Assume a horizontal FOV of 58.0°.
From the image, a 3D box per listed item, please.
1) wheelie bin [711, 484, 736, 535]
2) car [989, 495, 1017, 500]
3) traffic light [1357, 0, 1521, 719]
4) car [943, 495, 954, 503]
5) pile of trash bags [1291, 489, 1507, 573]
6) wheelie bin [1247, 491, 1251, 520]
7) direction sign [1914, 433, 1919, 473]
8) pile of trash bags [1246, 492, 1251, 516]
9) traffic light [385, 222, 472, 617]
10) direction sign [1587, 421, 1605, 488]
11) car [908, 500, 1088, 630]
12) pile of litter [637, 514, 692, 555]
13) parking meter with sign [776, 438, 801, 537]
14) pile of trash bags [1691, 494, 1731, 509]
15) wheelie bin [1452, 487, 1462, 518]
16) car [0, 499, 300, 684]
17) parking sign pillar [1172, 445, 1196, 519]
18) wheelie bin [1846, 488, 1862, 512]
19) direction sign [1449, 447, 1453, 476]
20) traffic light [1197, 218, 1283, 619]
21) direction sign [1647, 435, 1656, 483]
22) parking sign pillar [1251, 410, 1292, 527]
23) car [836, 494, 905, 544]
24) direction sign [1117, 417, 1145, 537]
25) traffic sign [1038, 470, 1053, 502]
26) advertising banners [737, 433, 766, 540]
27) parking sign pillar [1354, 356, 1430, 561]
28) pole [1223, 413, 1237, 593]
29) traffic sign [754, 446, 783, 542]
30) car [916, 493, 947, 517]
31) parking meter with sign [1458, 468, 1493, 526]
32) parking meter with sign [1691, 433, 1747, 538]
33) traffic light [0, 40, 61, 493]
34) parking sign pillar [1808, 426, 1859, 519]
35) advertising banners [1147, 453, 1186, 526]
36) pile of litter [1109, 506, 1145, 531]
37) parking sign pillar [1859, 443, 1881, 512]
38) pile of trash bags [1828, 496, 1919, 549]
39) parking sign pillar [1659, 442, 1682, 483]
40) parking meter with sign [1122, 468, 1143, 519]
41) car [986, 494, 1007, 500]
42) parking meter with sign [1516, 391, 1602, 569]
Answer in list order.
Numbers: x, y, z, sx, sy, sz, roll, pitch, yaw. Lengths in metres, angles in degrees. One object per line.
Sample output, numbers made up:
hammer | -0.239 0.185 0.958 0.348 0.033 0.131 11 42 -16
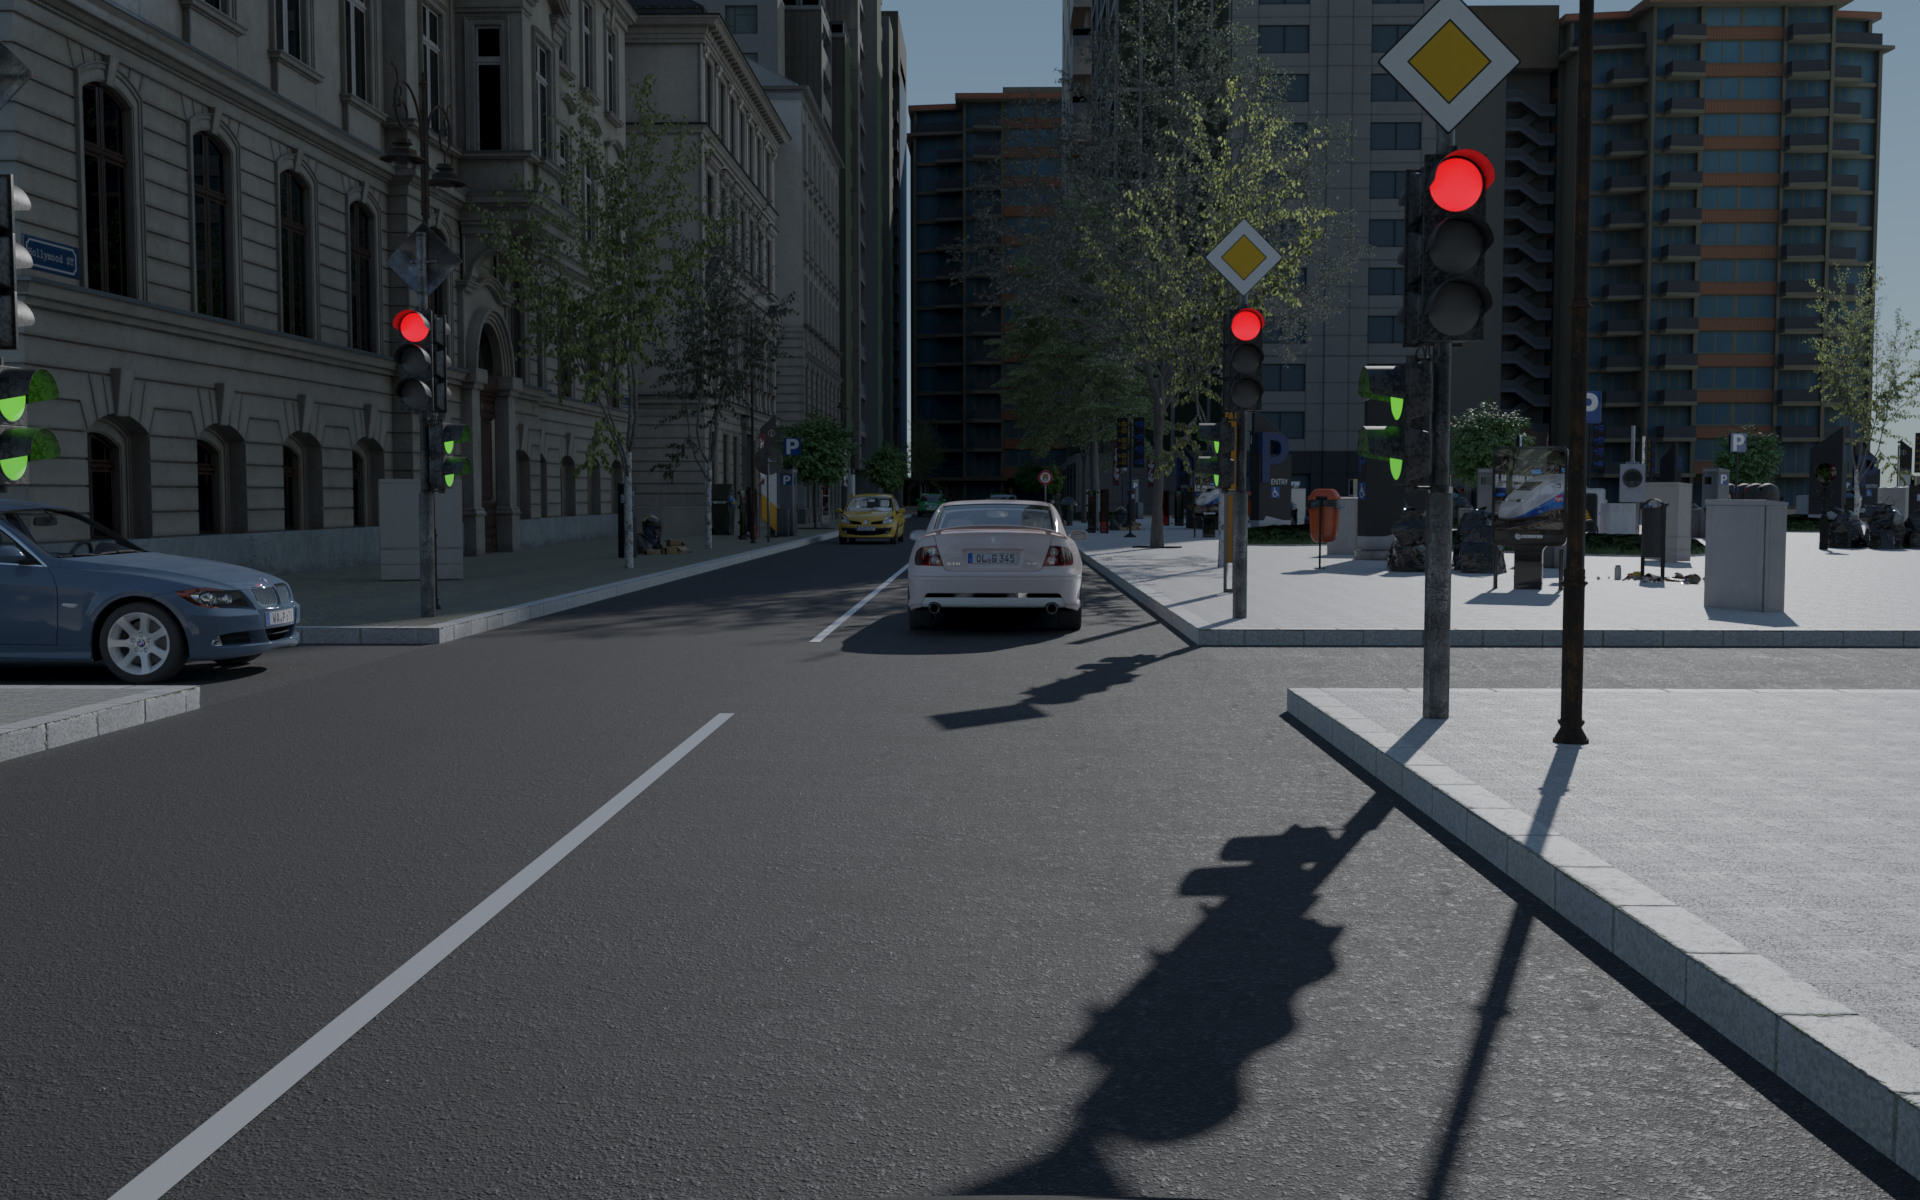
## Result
wheelie bin | -7.433 -2.831 54.187 0.980 1.594 0.693 1 4 15
car | 2.126 -4.497 85.520 2.014 1.417 4.499 0 4 2
traffic light | 2.712 -1.279 9.825 0.839 4.253 0.868 0 4 1
car | -1.463 -7.700 138.483 1.945 1.354 3.894 0 4 2
pile of trash bags | 7.536 -1.194 29.267 3.447 1.369 1.912 2 4 26
wheelie bin | 14.534 -4.714 84.983 0.693 1.594 0.980 -2 4 -28
direction sign | 35.572 -4.385 63.697 0.876 3.537 0.379 3 4 38
pile of trash bags | 12.093 -3.349 64.508 3.447 1.369 1.912 2 4 31
traffic light | -5.535 -1.776 17.964 0.839 4.253 0.868 0 4 1
direction sign | 19.611 -3.793 54.020 0.876 3.537 0.379 1 4 20
car | 0.429 -0.449 19.704 2.083 1.381 4.827 0 4 2
pile of litter | -6.385 -1.421 37.198 1.176 0.858 1.719 3 5 40
parking meter with sign | -5.256 -3.463 52.876 0.543 3.016 1.738 0 4 5
pile of trash bags | 23.626 -2.804 55.603 3.447 1.369 1.912 -2 4 -35
wheelie bin | 23.403 -4.546 82.241 0.693 1.594 0.980 -1 4 -15
car | -7.660 -0.117 13.917 4.499 1.417 2.014 0 4 2
parking sign pillar | 11.879 -6.268 90.949 1.447 3.967 1.447 -2 4 -25
wheelie bin | 43.417 -4.668 84.227 0.693 1.594 0.980 3 5 41
direction sign | 20.773 -4.999 73.730 0.379 3.537 0.876 3 5 43
traffic light | 2.875 -1.767 17.808 0.839 4.253 0.868 0 4 1
direction sign | 26.718 -4.587 66.998 0.379 3.537 0.876 0 4 5
parking sign pillar | 9.815 -4.044 54.590 1.447 3.967 1.447 -2 4 -30
car | -2.579 -2.489 50.923 2.015 1.641 3.980 0 4 2
direction sign | 5.046 -3.625 51.261 0.876 3.537 0.379 2 4 29
traffic sign | 4.600 -5.699 93.288 0.768 2.556 0.104 0 4 7
advertising banners | -5.892 -3.243 49.214 0.090 3.025 2.074 1 4 15
parking sign pillar | 8.494 -2.781 33.940 1.447 3.967 1.447 -1 4 -11
pole | 3.526 -1.753 22.508 0.158 3.312 0.155 0 3 0
traffic sign | -5.118 -2.821 46.236 0.768 2.556 0.104 0 4 4
car | -1.829 -6.269 111.294 1.959 1.807 4.718 0 4 1
parking meter with sign | 15.743 -3.378 51.494 1.738 3.016 0.543 2 4 26
parking meter with sign | 21.931 -3.302 50.250 0.543 3.016 1.738 -1 4 -17
traffic light | -5.698 -1.288 9.980 0.839 4.253 0.868 0 4 1
parking sign pillar | 34.791 -4.951 69.423 1.447 3.967 1.447 -3 4 -39
advertising banners | 8.294 -4.512 69.952 0.090 3.025 2.074 -3 5 -44
pile of litter | 5.953 -2.895 61.292 1.719 0.858 1.176 -3 4 -36
parking sign pillar | 45.096 -5.976 86.178 1.447 3.967 1.447 -1 4 -14
pile of trash bags | 22.498 -1.924 41.208 3.447 1.369 1.912 -1 4 -17
parking sign pillar | 37.259 -6.261 90.845 1.447 3.967 1.447 -1 4 -12
parking meter with sign | 8.848 -5.691 89.308 0.543 3.016 1.738 -2 4 -29
car | 2.940 -7.516 131.675 1.959 1.807 4.718 0 4 0
parking meter with sign | 10.321 -2.070 30.107 0.543 3.016 1.738 -1 4 -18
